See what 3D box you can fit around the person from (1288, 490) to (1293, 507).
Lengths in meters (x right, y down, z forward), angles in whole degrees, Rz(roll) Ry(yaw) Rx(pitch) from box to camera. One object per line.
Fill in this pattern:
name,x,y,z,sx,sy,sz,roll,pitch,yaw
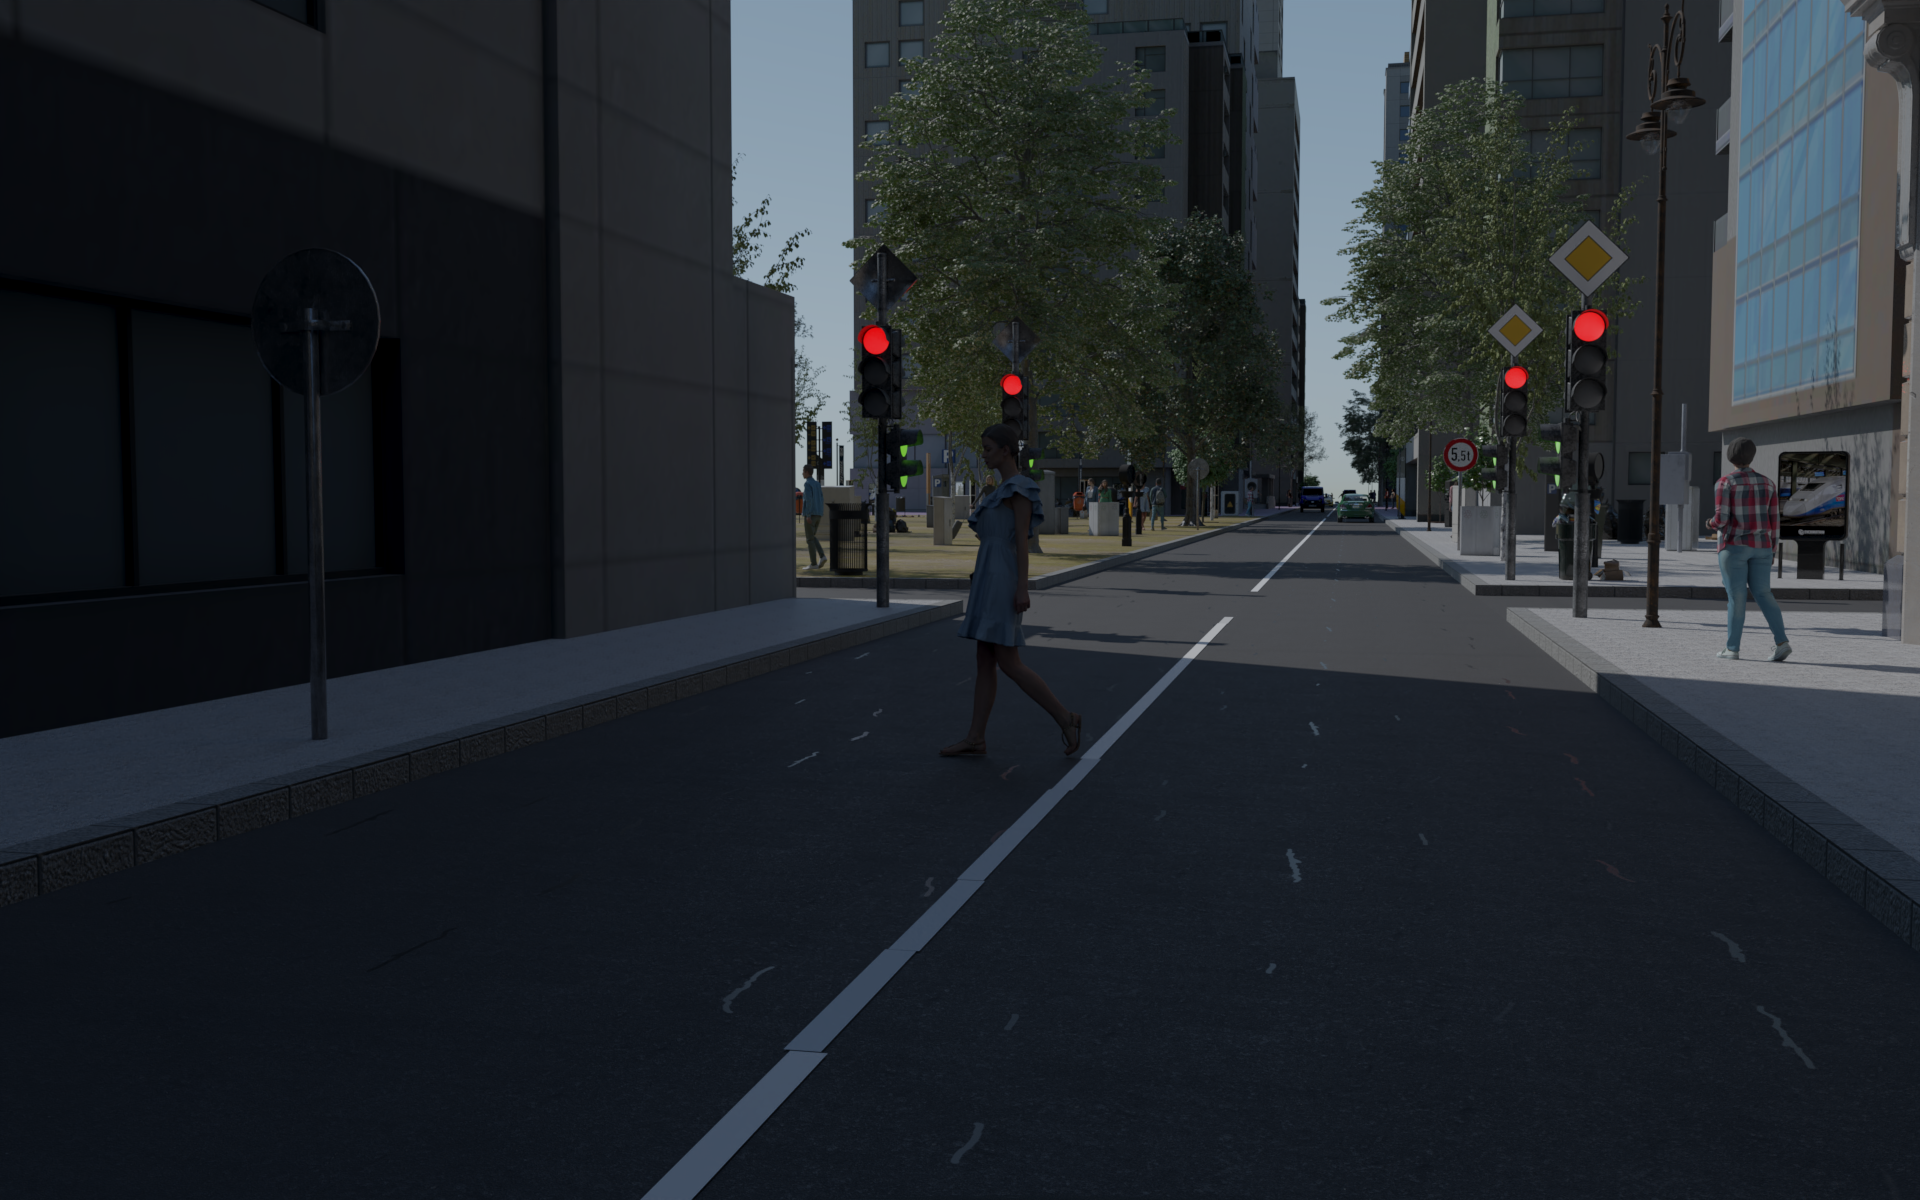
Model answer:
person,32.112,-9.867,168.198,0.721,1.723,1.217,2,4,25

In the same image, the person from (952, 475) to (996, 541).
person,0.417,-2.539,47.778,1.509,1.804,0.699,0,4,-1

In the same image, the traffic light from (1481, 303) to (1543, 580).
traffic light,8.178,-2.249,25.685,0.839,4.253,0.868,1,4,13

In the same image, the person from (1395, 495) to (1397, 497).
person,46.781,-10.942,184.926,0.705,1.826,1.348,3,4,37

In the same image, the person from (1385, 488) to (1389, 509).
person,37.846,-9.031,153.664,0.705,1.831,1.348,1,4,9

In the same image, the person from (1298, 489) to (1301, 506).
person,37.740,-11.398,192.499,0.705,1.812,1.348,0,4,7

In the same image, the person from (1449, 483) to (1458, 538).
person,14.409,-2.688,49.999,0.555,1.821,0.388,0,4,7

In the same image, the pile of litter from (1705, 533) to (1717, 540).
pile of litter,21.476,-2.090,48.141,1.176,0.858,1.719,0,4,-1

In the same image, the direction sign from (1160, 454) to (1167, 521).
direction sign,9.616,-5.486,81.697,0.379,3.537,0.876,1,4,12

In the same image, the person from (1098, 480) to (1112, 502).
person,5.259,-3.459,62.840,0.600,1.795,0.529,1,4,10

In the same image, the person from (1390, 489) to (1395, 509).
person,37.837,-8.860,151.626,0.721,1.735,1.217,0,4,1

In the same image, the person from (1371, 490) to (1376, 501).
person,45.990,-11.397,192.827,0.683,1.767,0.568,0,4,6

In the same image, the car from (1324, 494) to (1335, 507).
car,41.032,-11.265,194.411,2.015,1.641,3.980,1,4,11

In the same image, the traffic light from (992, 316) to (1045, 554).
traffic light,0.894,-2.347,27.300,0.839,4.253,0.868,1,4,13

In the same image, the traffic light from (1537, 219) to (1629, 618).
traffic light,6.427,-1.772,17.894,0.839,4.253,0.868,1,4,13

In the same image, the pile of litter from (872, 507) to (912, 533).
pile of litter,-2.433,-2.673,57.673,1.719,0.858,1.176,0,4,-6

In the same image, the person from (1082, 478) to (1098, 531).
person,4.576,-3.286,59.799,0.654,1.822,0.581,-3,5,-43

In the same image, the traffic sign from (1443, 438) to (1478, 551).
traffic sign,11.341,-2.396,39.278,0.768,2.556,0.104,1,4,17

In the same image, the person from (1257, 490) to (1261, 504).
person,31.631,-10.836,183.933,1.217,1.735,0.721,3,5,42

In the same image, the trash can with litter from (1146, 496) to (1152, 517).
trash can with litter,10.546,-5.316,98.307,0.624,1.170,1.055,-2,4,-25

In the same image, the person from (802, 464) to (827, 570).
person,-2.470,-1.397,29.233,0.444,1.785,0.601,2,4,32

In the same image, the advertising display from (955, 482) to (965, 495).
advertising display,0.017,-5.119,88.906,0.123,1.923,0.974,-2,4,-26

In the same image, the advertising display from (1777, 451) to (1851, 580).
advertising display,12.807,-1.273,26.024,0.974,1.923,0.123,3,4,38

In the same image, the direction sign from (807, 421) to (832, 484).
direction sign,-4.383,-3.797,54.081,0.876,3.537,0.379,1,4,22

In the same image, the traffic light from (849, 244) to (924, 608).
traffic light,-0.857,-1.871,19.509,0.839,4.253,0.868,1,4,13

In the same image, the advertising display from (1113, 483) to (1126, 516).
advertising display,9.497,-5.954,102.568,0.974,1.923,0.123,-2,4,-27

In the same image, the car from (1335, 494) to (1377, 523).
car,20.085,-4.653,87.867,2.131,1.459,4.920,1,4,13

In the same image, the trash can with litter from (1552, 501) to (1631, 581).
trash can with litter,9.440,-0.887,25.889,1.055,1.170,0.624,0,4,7

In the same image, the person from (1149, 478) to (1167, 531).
person,6.841,-3.310,60.152,0.794,1.824,0.713,3,5,41

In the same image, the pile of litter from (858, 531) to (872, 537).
pile of litter,-3.766,-2.340,52.226,1.719,0.858,1.176,1,4,23

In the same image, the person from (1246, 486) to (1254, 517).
person,16.444,-5.591,98.298,0.643,1.720,0.563,-1,4,-11

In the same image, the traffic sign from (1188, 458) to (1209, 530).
traffic sign,8.450,-3.754,61.481,0.768,2.556,0.104,1,4,22

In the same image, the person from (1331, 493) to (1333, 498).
person,54.689,-14.991,255.073,0.593,1.643,0.415,3,5,41

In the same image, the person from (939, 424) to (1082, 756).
person,0.272,-0.053,9.460,0.778,1.811,0.616,0,4,1

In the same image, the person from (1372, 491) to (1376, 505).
person,48.348,-11.927,201.962,0.530,1.710,0.541,-2,4,-24

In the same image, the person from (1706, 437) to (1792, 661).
person,6.082,-0.397,13.380,0.563,1.720,0.643,-1,4,-10

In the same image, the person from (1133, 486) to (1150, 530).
person,6.455,-3.390,61.566,0.616,1.811,0.778,0,4,-5

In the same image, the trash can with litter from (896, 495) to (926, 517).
trash can with litter,-2.880,-5.180,95.756,2.233,1.210,1.678,-1,4,-19

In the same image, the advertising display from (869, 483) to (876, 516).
advertising display,-5.104,-5.992,103.185,0.123,1.923,0.974,-3,5,-40

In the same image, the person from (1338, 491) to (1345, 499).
person,44.290,-11.715,200.128,1.348,1.812,0.705,-1,4,-16

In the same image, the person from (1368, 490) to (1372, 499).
person,47.420,-11.821,199.848,0.617,1.759,0.750,1,4,11

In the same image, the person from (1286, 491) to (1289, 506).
person,34.781,-10.764,183.504,0.415,1.643,0.593,2,4,31
